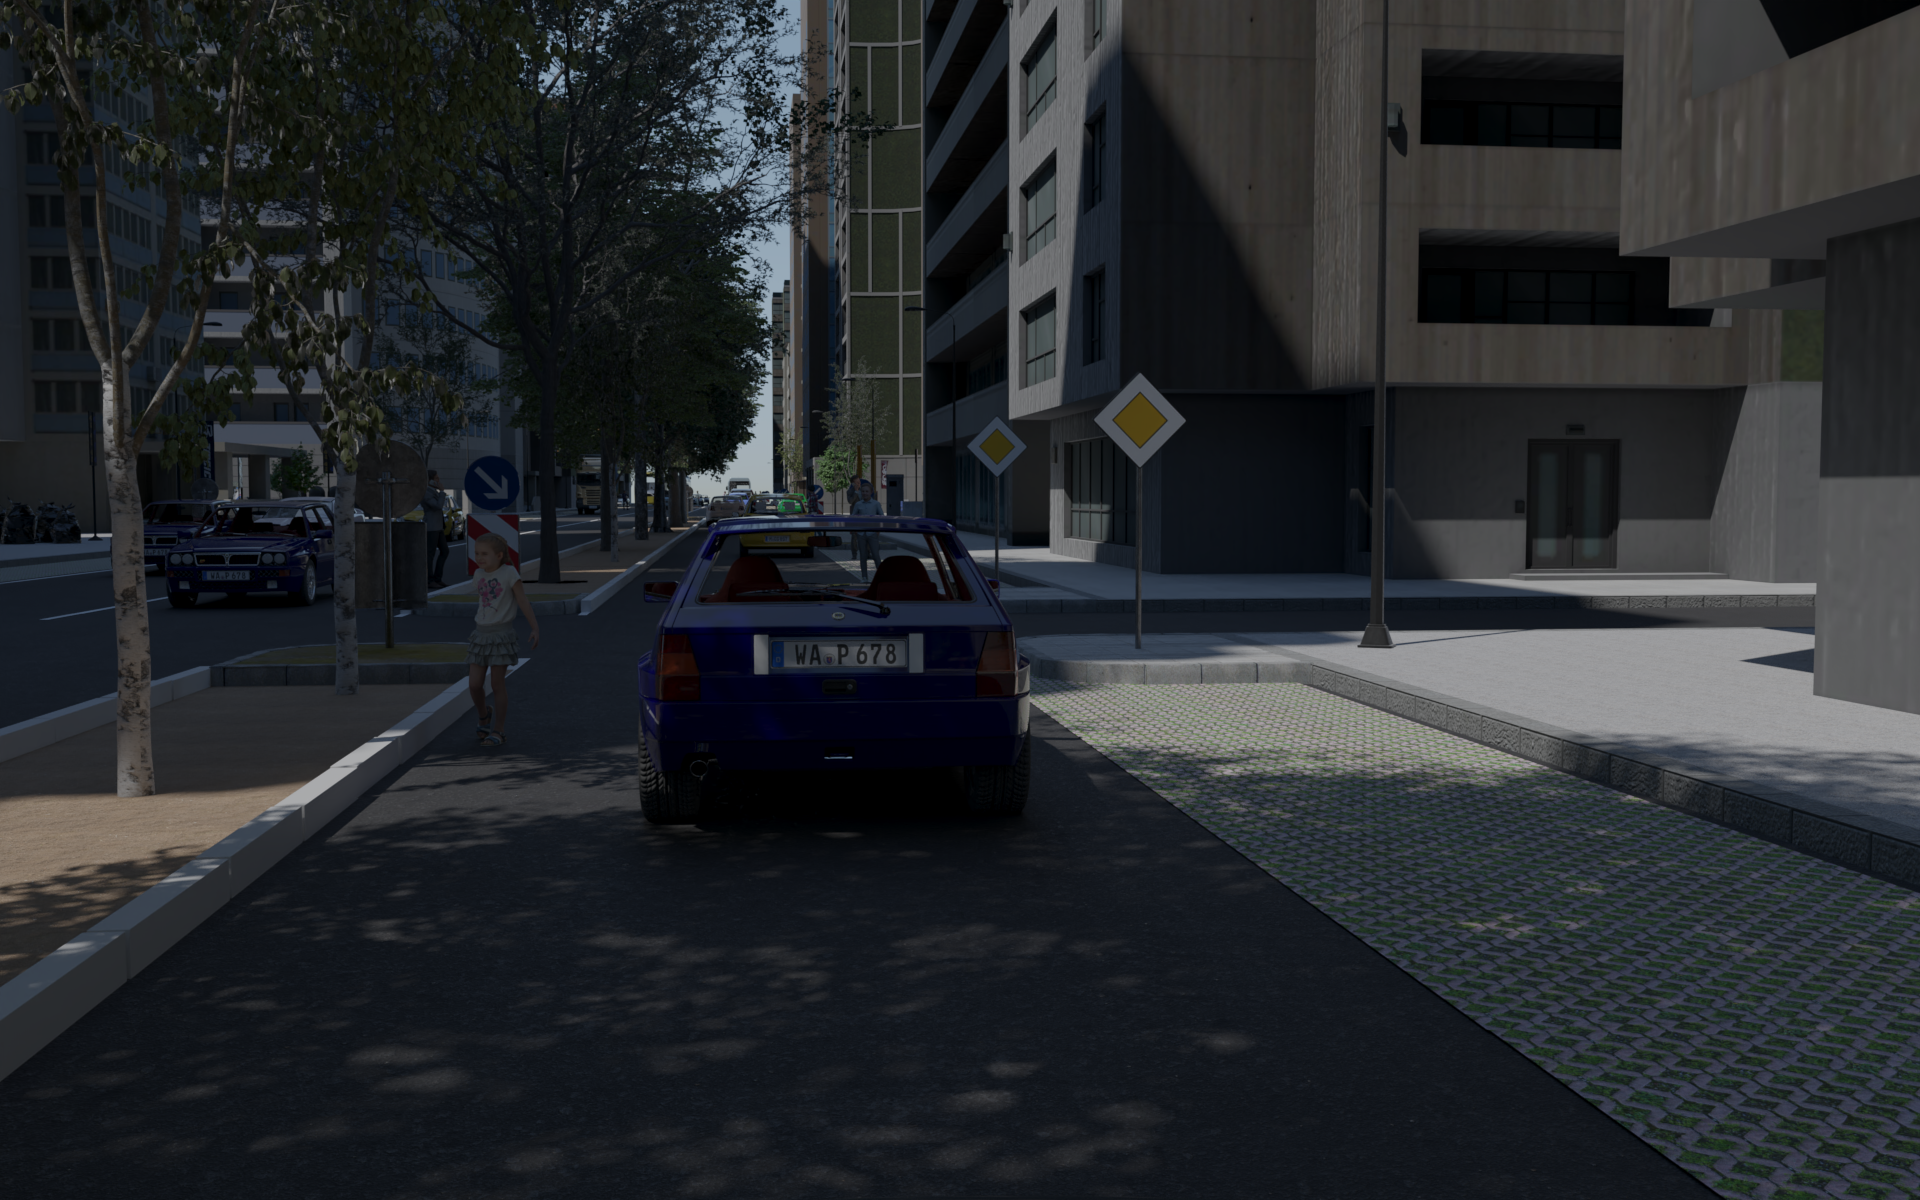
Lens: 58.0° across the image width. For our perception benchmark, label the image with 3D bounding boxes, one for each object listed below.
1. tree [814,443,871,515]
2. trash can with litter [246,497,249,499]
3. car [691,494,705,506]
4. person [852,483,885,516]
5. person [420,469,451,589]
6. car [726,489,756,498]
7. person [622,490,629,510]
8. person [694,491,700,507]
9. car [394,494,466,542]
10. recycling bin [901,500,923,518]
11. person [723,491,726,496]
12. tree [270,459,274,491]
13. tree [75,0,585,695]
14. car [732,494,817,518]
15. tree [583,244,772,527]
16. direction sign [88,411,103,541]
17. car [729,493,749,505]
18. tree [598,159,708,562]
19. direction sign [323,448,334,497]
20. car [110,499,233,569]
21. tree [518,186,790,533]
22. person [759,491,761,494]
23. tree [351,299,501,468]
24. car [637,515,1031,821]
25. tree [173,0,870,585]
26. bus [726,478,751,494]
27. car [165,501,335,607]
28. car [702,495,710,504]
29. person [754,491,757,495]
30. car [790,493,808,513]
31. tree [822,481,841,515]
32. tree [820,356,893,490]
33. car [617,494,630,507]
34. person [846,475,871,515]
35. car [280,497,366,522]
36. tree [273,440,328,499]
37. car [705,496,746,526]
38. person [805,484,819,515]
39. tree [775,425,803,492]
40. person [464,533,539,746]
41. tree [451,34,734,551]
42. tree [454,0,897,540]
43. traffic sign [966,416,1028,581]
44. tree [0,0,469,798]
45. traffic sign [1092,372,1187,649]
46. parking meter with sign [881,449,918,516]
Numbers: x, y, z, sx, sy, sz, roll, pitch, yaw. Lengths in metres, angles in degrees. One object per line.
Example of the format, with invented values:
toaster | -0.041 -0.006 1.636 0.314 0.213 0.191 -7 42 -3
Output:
tree | -7.025 -7.345 103.811 4.285 4.588 4.351 0 3 0
trash can with litter | -32.274 -4.164 79.470 1.055 1.170 0.624 -2 4 -31
car | -31.479 -12.047 206.762 2.009 1.686 4.222 0 4 -7
person | -1.447 -1.028 27.125 0.589 1.601 0.330 1 4 18
person | -7.971 -1.079 26.331 0.473 1.802 0.592 0 4 6
car | -15.261 -6.887 121.283 2.281 1.827 5.304 0 4 -7
person | -29.736 -8.884 154.197 0.568 1.767 0.683 3 5 40
person | -28.861 -11.119 190.380 0.705 1.814 1.350 -2 4 -34
car | -16.241 -2.621 53.079 2.015 1.641 3.980 -1 4 -9
recycling bin | -1.698 -2.962 60.990 0.722 1.027 0.722 0 4 -8
person | -21.936 -9.308 161.618 0.436 1.711 0.756 0 4 7
tree | -32.165 -5.362 82.263 1.663 3.219 1.824 0 3 0
tree | -4.435 -3.638 12.308 4.737 8.622 4.395 0 3 0
car | -4.315 -1.848 40.431 2.015 1.641 3.980 0 4 -7
tree | -12.239 -10.088 74.050 9.857 13.997 8.962 0 3 0
direction sign | -23.812 -3.401 47.597 0.379 3.537 0.876 -1 4 -17
car | -14.452 -6.313 112.802 1.945 1.707 3.694 0 4 -8
tree | -7.200 -5.079 35.864 4.360 8.622 3.978 0 3 0
direction sign | -24.109 -4.534 66.132 0.379 3.537 0.876 0 4 3
car | -14.261 -1.181 31.884 1.945 1.354 3.894 -1 4 -9
tree | -11.086 -8.819 63.661 9.611 12.733 9.660 0 3 0
person | -19.327 -9.730 168.108 1.217 1.766 0.721 1 4 22
tree | -26.137 -9.136 83.788 8.767 10.594 7.601 1 4 8
car | -0.696 0.218 9.012 1.945 1.354 3.894 0 4 -6
tree | -6.620 -7.011 27.453 12.009 13.543 11.850 0 3 0
bus | -25.611 -12.582 200.572 2.948 3.499 13.247 0 4 -8
car | -9.328 -0.654 23.270 1.945 1.354 3.894 0 4 -8
car | -35.958 -14.071 242.639 1.945 1.354 3.894 -1 4 -9
person | -26.670 -13.305 226.054 1.348 1.823 0.705 0 4 -3
car | -10.422 -6.069 108.032 1.959 1.807 4.718 -1 4 -9
tree | -8.068 -6.970 108.555 1.663 3.219 1.824 0 3 0
tree | -5.697 -8.705 92.687 4.360 8.622 3.978 0 3 0
car | -36.761 -10.737 187.544 2.014 1.417 4.499 0 4 -7
person | -2.145 -1.799 37.720 0.655 1.846 0.447 -2 4 -24
car | -14.912 -1.669 39.656 2.083 1.381 4.827 0 4 -6
tree | -23.548 -4.138 62.260 1.663 3.219 1.824 0 3 0
car | -10.516 -4.034 78.320 2.083 1.381 4.827 0 4 -7
person | -4.374 -2.608 51.977 0.643 1.720 0.563 -1 4 -16
tree | -17.089 -14.039 179.900 4.737 8.622 4.395 0 3 0
person | -2.615 0.217 9.962 0.505 1.210 0.382 1 4 18
tree | -8.617 -7.454 42.453 7.486 12.596 7.792 0 3 0
tree | -8.565 -11.871 52.438 12.611 20.169 13.585 0 3 0
traffic sign | 0.470 -1.137 22.230 0.795 2.450 0.064 0 4 -7
tree | -3.854 -3.357 7.704 4.360 8.622 3.978 0 3 0
traffic sign | 1.475 -0.652 14.308 0.795 2.450 0.064 0 4 -7
parking meter with sign | -2.514 -4.317 66.846 1.738 3.016 0.543 0 4 1
